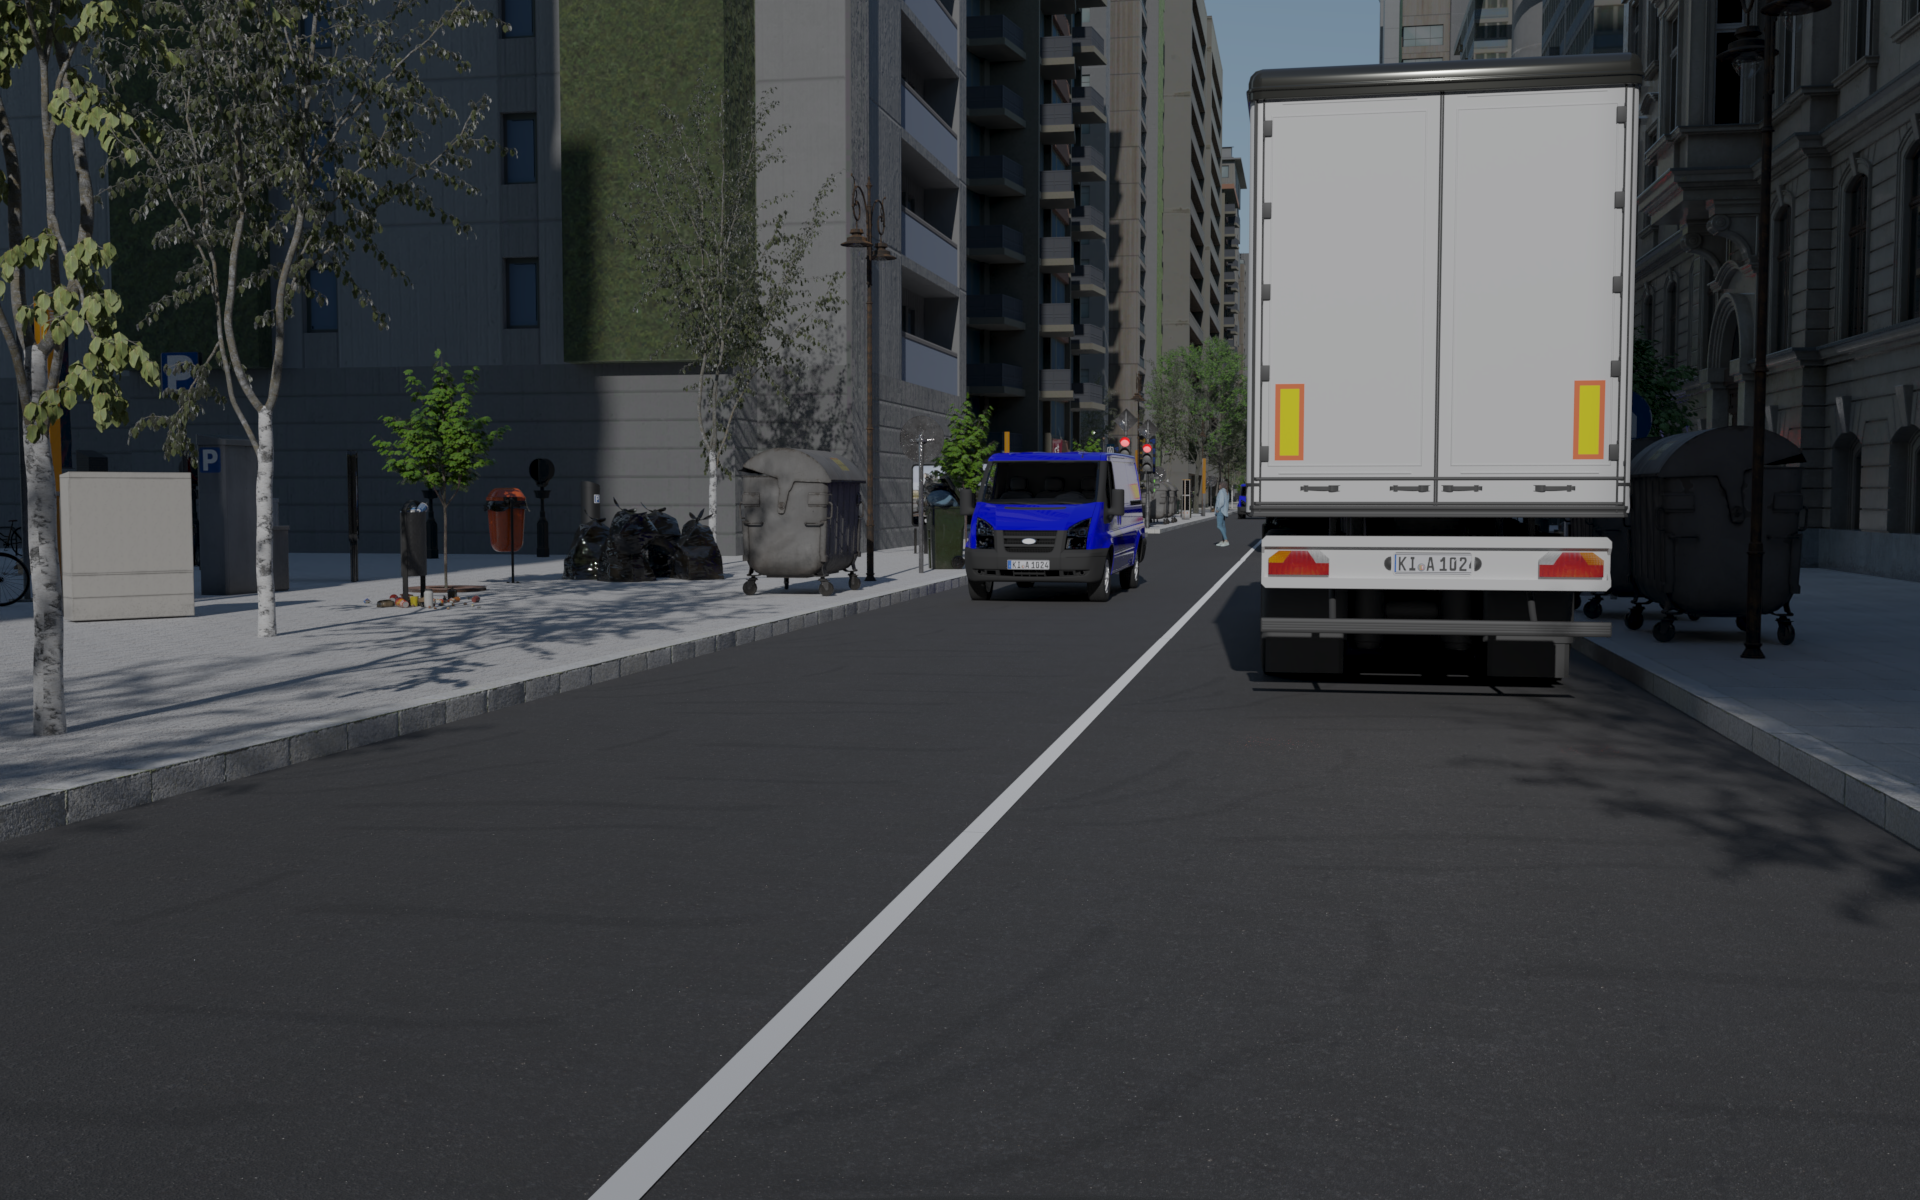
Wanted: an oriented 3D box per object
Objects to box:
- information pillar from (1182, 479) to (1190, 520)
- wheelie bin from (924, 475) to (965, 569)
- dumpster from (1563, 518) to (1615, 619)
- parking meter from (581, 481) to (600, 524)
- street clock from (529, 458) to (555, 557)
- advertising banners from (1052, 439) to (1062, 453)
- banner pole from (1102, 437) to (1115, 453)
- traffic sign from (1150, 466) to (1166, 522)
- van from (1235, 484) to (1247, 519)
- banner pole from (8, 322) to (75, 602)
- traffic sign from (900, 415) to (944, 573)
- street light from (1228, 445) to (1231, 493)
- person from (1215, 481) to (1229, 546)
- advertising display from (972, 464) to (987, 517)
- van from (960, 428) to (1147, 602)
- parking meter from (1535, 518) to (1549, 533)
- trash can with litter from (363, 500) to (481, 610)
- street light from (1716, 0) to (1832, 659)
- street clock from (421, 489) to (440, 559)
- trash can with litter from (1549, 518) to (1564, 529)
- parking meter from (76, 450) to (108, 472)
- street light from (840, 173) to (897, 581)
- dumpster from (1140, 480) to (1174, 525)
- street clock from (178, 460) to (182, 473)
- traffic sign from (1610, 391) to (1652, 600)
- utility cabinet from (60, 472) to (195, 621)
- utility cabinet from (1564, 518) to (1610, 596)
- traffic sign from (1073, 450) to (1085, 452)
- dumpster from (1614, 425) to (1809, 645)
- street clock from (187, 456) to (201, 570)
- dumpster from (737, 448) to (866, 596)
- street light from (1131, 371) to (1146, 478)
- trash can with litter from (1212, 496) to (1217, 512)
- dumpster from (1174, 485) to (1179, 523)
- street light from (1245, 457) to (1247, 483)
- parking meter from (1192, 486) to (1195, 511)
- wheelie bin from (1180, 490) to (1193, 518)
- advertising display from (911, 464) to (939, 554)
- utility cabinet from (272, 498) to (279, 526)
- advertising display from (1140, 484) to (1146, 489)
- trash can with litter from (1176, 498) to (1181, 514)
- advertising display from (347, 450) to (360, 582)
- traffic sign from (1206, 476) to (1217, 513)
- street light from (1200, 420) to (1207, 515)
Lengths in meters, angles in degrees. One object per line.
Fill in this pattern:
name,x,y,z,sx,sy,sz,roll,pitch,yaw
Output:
information pillar,11.340,-5.042,86.921,0.304,2.012,0.304,-1,4,-22
wheelie bin,-0.260,-1.330,29.661,0.693,1.594,0.980,-1,4,-10
dumpster,7.133,-0.767,18.296,1.264,1.857,1.865,1,4,11
parking meter,-7.253,-1.566,34.022,0.372,1.533,0.369,0,3,0
street clock,-8.476,-1.870,35.147,0.471,2.002,0.358,1,4,18
advertising banners,2.654,-3.637,55.645,0.090,3.025,2.074,-2,4,-34
banner pole,6.486,-5.266,76.123,0.401,3.779,0.863,-3,5,-43
traffic sign,9.025,-4.836,79.182,0.768,2.556,0.104,1,4,20
van,17.123,-5.855,100.107,2.240,2.365,5.245,1,4,13
banner pole,-11.035,-1.882,20.793,0.401,3.779,0.863,2,4,30
traffic sign,-0.629,-1.706,28.002,0.768,2.556,0.104,1,4,19
street light,21.742,-10.240,140.219,0.468,5.910,1.993,1,4,11
person,7.261,-2.388,47.805,0.793,1.790,0.793,-1,4,-11
advertising display,0.728,-1.816,34.911,0.974,1.923,0.123,-1,4,-18
van,1.441,-1.253,24.869,2.240,2.365,5.245,1,4,12
parking meter,10.837,-1.468,32.414,0.372,1.533,0.369,0,3,0
trash can with litter,-6.143,-0.565,20.302,1.678,1.210,2.233,0,4,5
street light,6.205,-2.483,13.377,0.468,5.910,1.993,1,4,11
street clock,-10.486,-1.820,34.324,0.358,2.002,0.471,2,4,35
trash can with litter,22.053,-3.157,63.012,0.624,1.170,1.055,3,5,43
parking meter,-11.422,-1.048,22.842,0.399,1.863,0.255,3,4,36
street light,-1.324,-3.216,25.376,0.468,5.910,1.993,1,4,11
dumpster,8.202,-4.114,73.015,1.264,1.857,1.865,1,4,11
street clock,-14.605,-1.741,33.034,0.471,2.002,0.358,-3,5,-40
traffic sign,7.960,-1.279,21.011,0.768,2.556,0.104,1,4,12
utility cabinet,-8.496,-0.551,17.686,1.173,1.500,0.318,-3,5,-43
utility cabinet,8.173,-0.655,21.874,1.020,1.237,0.306,1,4,15
traffic sign,3.437,-3.055,50.055,0.768,2.556,0.104,1,4,14
dumpster,6.713,-0.594,15.476,1.264,1.857,1.865,1,4,11
street clock,-12.693,-1.504,29.160,0.358,2.002,0.471,1,4,13
dumpster,-2.040,-1.020,22.435,1.264,1.857,1.865,1,4,11
street light,6.709,-5.650,65.170,0.468,5.910,1.993,1,4,11
trash can with litter,18.040,-6.766,122.009,0.624,1.170,1.055,2,4,29
dumpster,9.034,-4.364,77.108,1.264,1.857,1.865,1,4,11
street light,30.038,-12.774,181.640,0.468,5.910,1.993,1,4,11
parking meter,17.699,-7.649,130.780,0.255,1.863,0.399,1,4,12
wheelie bin,12.130,-5.191,92.781,0.693,1.594,0.980,0,4,2
advertising display,-0.592,-1.946,37.029,0.974,1.923,0.123,2,4,29
utility cabinet,-10.438,-0.891,25.722,0.306,1.237,1.020,-3,5,-41
advertising display,11.553,-6.200,106.589,0.974,1.923,0.123,1,4,10
trash can with litter,13.854,-6.018,109.781,1.055,1.170,0.624,-1,4,-16
advertising display,-8.946,-1.244,25.552,0.123,1.923,0.974,-1,4,-17
traffic sign,17.339,-7.308,119.598,0.768,2.556,0.104,1,4,16
street light,14.922,-8.179,106.512,0.468,5.910,1.993,1,4,11
